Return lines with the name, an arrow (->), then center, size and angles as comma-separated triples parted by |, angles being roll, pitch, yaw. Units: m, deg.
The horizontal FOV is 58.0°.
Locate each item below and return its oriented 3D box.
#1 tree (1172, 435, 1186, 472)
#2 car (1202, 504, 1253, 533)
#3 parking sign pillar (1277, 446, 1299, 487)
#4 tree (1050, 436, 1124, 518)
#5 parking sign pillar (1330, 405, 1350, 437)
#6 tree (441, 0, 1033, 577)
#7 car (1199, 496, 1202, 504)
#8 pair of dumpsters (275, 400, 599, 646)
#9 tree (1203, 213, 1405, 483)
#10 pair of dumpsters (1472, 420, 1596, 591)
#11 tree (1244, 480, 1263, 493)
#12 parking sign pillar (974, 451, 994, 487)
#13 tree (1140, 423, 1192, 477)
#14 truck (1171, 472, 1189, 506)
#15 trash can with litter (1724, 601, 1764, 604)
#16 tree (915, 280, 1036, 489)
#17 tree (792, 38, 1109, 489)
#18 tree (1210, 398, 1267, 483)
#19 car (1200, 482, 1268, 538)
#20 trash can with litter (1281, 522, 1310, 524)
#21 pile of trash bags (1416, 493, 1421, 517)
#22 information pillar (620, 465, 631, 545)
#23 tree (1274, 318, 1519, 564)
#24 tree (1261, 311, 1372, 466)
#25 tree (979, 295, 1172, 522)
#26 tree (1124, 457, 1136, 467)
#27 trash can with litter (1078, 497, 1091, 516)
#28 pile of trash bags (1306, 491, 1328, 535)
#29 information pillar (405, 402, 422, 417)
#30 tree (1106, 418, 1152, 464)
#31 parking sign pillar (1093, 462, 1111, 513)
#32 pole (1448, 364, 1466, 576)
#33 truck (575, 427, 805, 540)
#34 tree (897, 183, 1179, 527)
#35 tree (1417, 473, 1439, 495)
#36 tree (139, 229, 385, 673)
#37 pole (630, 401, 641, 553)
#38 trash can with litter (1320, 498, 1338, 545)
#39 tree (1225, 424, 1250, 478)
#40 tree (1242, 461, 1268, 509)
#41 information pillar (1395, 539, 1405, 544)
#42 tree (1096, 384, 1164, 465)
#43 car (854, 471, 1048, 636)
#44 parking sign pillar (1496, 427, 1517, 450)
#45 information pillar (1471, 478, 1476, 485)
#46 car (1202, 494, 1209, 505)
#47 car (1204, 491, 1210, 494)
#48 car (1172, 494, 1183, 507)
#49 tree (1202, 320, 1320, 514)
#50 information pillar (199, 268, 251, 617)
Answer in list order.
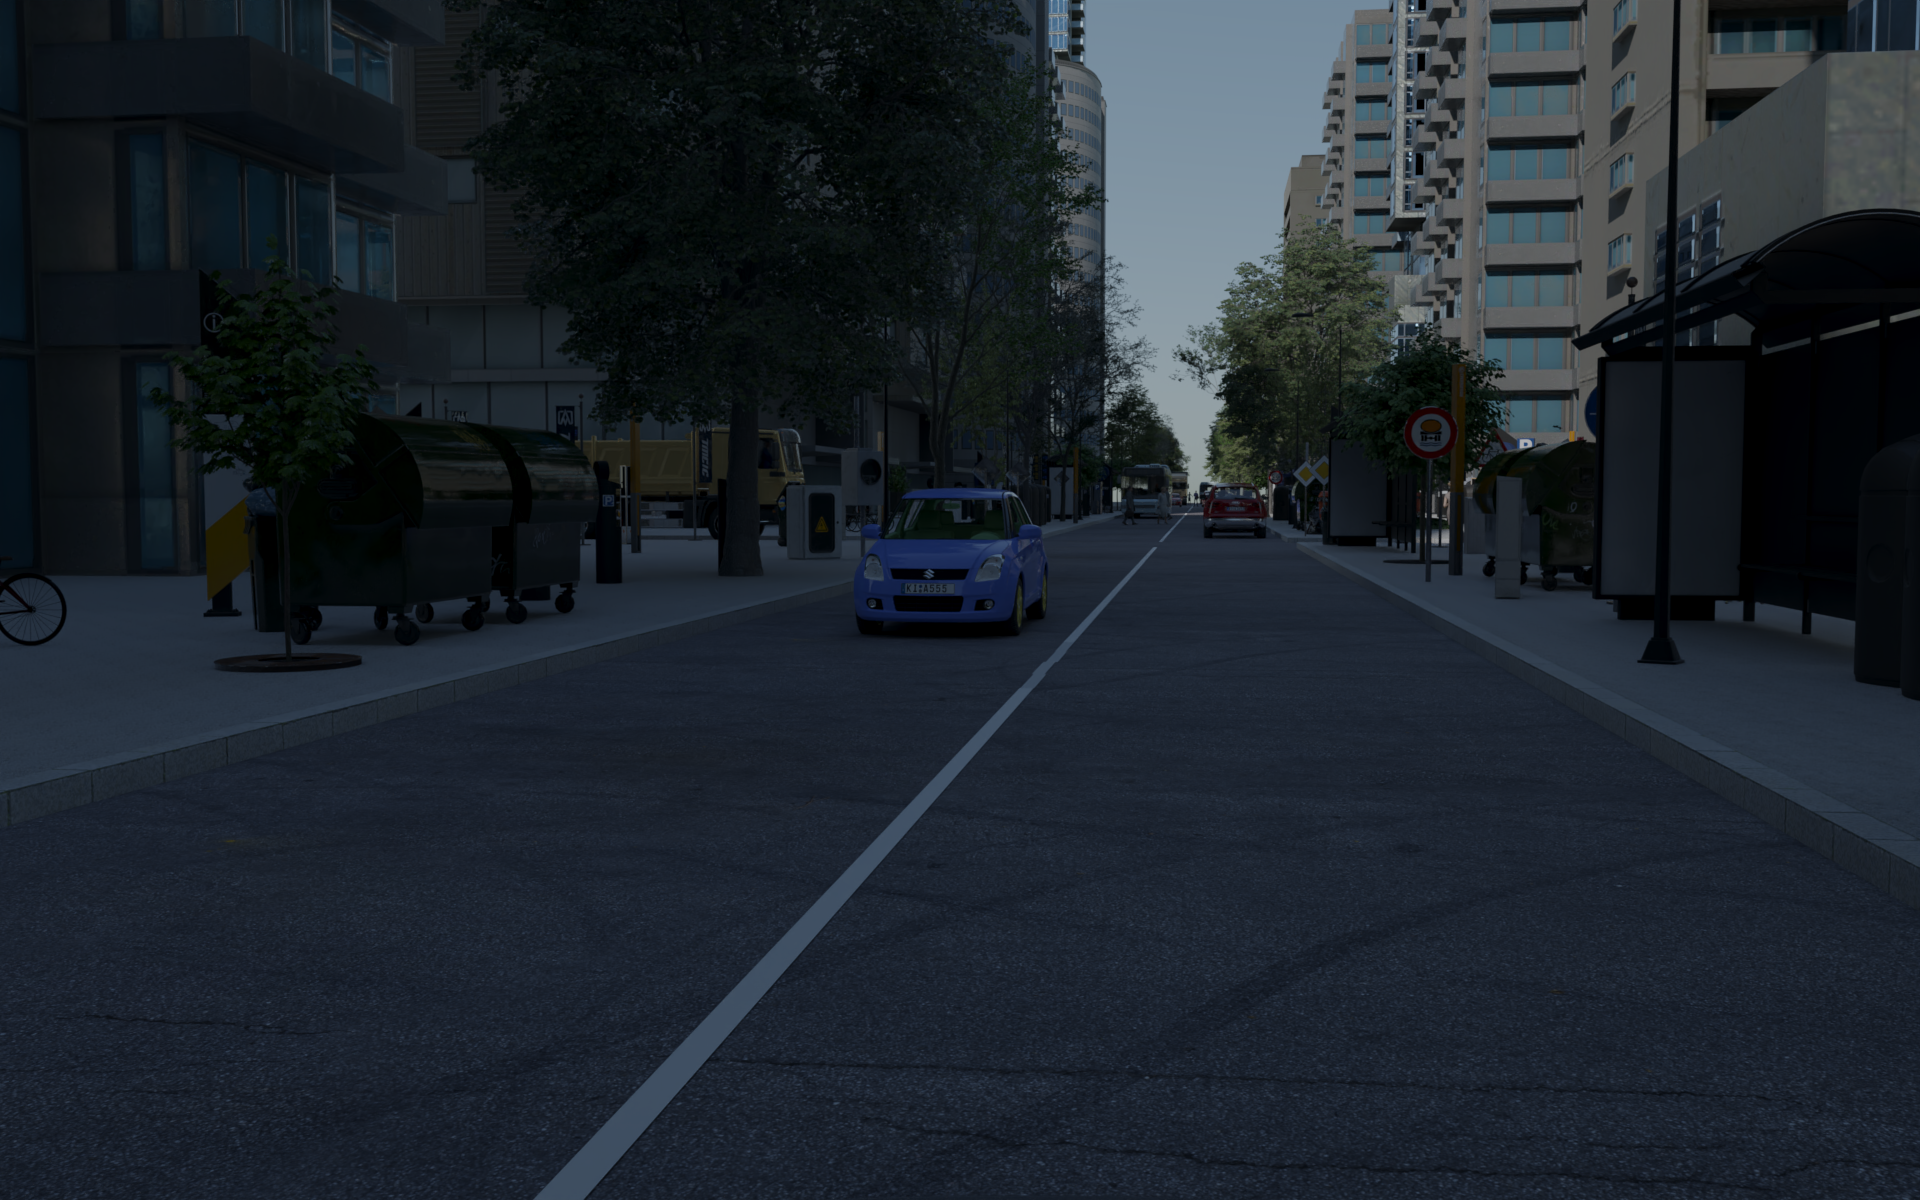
tree -> 29.075, -19.393, 251.490 | 8.767, 10.594, 7.601 | 2, 4, 33
car -> 10.206, -3.292, 65.822 | 2.014, 1.417, 4.499 | 0, 4, 6
parking sign pillar -> 18.090, -6.533, 95.293 | 1.447, 3.967, 1.447 | 1, 4, 9
tree -> 6.347, -6.807, 95.003 | 4.285, 4.588, 4.351 | 0, 3, 0
parking sign pillar -> 11.806, -3.892, 52.102 | 1.447, 3.967, 1.447 | 0, 4, 6
tree -> -3.476, -7.357, 26.942 | 9.857, 13.997, 8.962 | 0, 3, 0
car -> 34.337, -14.202, 241.238 | 2.155, 1.783, 4.494 | 0, 4, 6
pair of dumpsters -> -4.933, -0.865, 16.633 | 1.574, 2.255, 4.437 | 0, 4, 8
tree -> 16.031, -10.637, 80.563 | 9.857, 13.997, 8.962 | 0, 3, 0
pair of dumpsters -> 8.443, -1.357, 24.678 | 1.574, 2.255, 4.437 | 0, 4, 8
tree -> 23.143, -8.635, 135.782 | 1.663, 3.219, 1.824 | 0, 3, 0
parking sign pillar -> 1.485, -7.247, 106.962 | 1.447, 3.967, 1.447 | 3, 5, 43
tree -> 33.349, -22.456, 284.170 | 9.611, 12.733, 9.660 | 0, 3, 0
truck -> 27.566, -14.082, 219.151 | 2.839, 4.237, 11.283 | 0, 4, 8
trash can with litter -> 9.843, -0.559, 20.201 | 1.678, 1.210, 2.233 | -3, 5, -42
tree -> 0.834, -6.623, 58.652 | 4.737, 8.622, 4.395 | 0, 3, 0
tree -> -0.460, -6.999, 40.185 | 9.928, 11.665, 9.643 | 0, 3, 0
tree -> 29.104, -15.373, 177.101 | 9.928, 11.665, 9.643 | 0, 3, 0
car -> 9.132, -2.999, 57.709 | 2.281, 1.827, 5.304 | 0, 4, 8
trash can with litter -> 15.057, -3.894, 74.717 | 1.678, 1.210, 2.233 | -3, 4, -36
pile of trash bags -> 21.311, -4.475, 82.920 | 1.912, 1.369, 3.447 | -1, 4, -10
information pillar -> -8.458, -2.427, 44.167 | 0.304, 2.012, 0.304 | -3, 5, -42
tree -> 8.723, -2.967, 32.221 | 4.285, 4.588, 4.351 | 0, 3, 0
tree -> 14.188, -7.259, 69.054 | 4.737, 8.622, 4.395 | 0, 3, 0
tree -> 4.671, -8.930, 80.417 | 8.767, 10.594, 7.601 | 1, 4, 17
tree -> 12.467, -9.328, 136.223 | 4.285, 4.588, 4.351 | 0, 3, 0
trash can with litter -> 7.108, -5.511, 101.496 | 1.055, 1.170, 0.624 | -1, 4, -21
pile of trash bags -> 11.830, -2.758, 54.846 | 1.912, 1.369, 3.447 | 1, 4, 21
information pillar -> -13.846, -3.214, 43.895 | 0.504, 3.616, 0.183 | -2, 4, -35
tree -> 16.431, -13.290, 167.649 | 4.737, 8.622, 4.395 | 0, 3, 0
parking sign pillar -> 9.851, -8.025, 119.684 | 1.447, 3.967, 1.447 | 2, 4, 26
pole -> 7.822, -2.043, 27.240 | 0.158, 3.312, 0.155 | 0, 3, 0
truck -> -8.652, -3.372, 51.056 | 9.791, 3.379, 3.469 | 0, 4, 7
tree -> 2.607, -9.646, 68.079 | 12.009, 13.543, 11.850 | 0, 3, 0
tree -> 18.858, -4.641, 70.483 | 1.663, 3.219, 1.824 | 0, 3, 0
tree -> -5.141, -1.113, 12.795 | 1.663, 3.219, 1.824 | 0, 3, 0
pole -> -7.038, -2.673, 37.555 | 0.158, 3.312, 0.155 | 0, 3, 0
trash can with litter -> 9.569, -1.960, 43.427 | 1.055, 1.170, 0.624 | 0, 4, 7
tree -> 27.602, -13.268, 167.289 | 4.360, 8.622, 3.978 | 0, 3, 0
tree -> 21.422, -8.374, 120.622 | 4.285, 4.588, 4.351 | 0, 3, 0
information pillar -> 11.493, -2.477, 44.991 | 0.304, 2.012, 0.304 | 0, 4, 6
tree -> 17.615, -15.916, 178.358 | 7.486, 12.596, 7.792 | 0, 3, 0
car -> -0.034, -0.560, 18.754 | 1.945, 1.707, 3.694 | 1, 4, 9
parking sign pillar -> 20.133, -4.627, 64.128 | 1.447, 3.967, 1.447 | -3, 5, -41
information pillar -> 23.462, -4.561, 79.057 | 0.304, 2.012, 0.304 | 1, 4, 14
car -> 27.142, -10.907, 187.363 | 2.155, 1.783, 4.494 | 0, 4, 7
car -> 28.571, -11.530, 197.181 | 2.281, 1.827, 5.304 | 1, 4, 8
car -> 23.561, -11.130, 191.020 | 2.155, 1.783, 4.494 | 0, 4, 7
tree -> 20.311, -11.810, 111.221 | 7.486, 12.596, 7.792 | 0, 3, 0
information pillar -> -7.658, -1.635, 18.084 | 0.504, 3.616, 0.183 | -1, 4, -10
